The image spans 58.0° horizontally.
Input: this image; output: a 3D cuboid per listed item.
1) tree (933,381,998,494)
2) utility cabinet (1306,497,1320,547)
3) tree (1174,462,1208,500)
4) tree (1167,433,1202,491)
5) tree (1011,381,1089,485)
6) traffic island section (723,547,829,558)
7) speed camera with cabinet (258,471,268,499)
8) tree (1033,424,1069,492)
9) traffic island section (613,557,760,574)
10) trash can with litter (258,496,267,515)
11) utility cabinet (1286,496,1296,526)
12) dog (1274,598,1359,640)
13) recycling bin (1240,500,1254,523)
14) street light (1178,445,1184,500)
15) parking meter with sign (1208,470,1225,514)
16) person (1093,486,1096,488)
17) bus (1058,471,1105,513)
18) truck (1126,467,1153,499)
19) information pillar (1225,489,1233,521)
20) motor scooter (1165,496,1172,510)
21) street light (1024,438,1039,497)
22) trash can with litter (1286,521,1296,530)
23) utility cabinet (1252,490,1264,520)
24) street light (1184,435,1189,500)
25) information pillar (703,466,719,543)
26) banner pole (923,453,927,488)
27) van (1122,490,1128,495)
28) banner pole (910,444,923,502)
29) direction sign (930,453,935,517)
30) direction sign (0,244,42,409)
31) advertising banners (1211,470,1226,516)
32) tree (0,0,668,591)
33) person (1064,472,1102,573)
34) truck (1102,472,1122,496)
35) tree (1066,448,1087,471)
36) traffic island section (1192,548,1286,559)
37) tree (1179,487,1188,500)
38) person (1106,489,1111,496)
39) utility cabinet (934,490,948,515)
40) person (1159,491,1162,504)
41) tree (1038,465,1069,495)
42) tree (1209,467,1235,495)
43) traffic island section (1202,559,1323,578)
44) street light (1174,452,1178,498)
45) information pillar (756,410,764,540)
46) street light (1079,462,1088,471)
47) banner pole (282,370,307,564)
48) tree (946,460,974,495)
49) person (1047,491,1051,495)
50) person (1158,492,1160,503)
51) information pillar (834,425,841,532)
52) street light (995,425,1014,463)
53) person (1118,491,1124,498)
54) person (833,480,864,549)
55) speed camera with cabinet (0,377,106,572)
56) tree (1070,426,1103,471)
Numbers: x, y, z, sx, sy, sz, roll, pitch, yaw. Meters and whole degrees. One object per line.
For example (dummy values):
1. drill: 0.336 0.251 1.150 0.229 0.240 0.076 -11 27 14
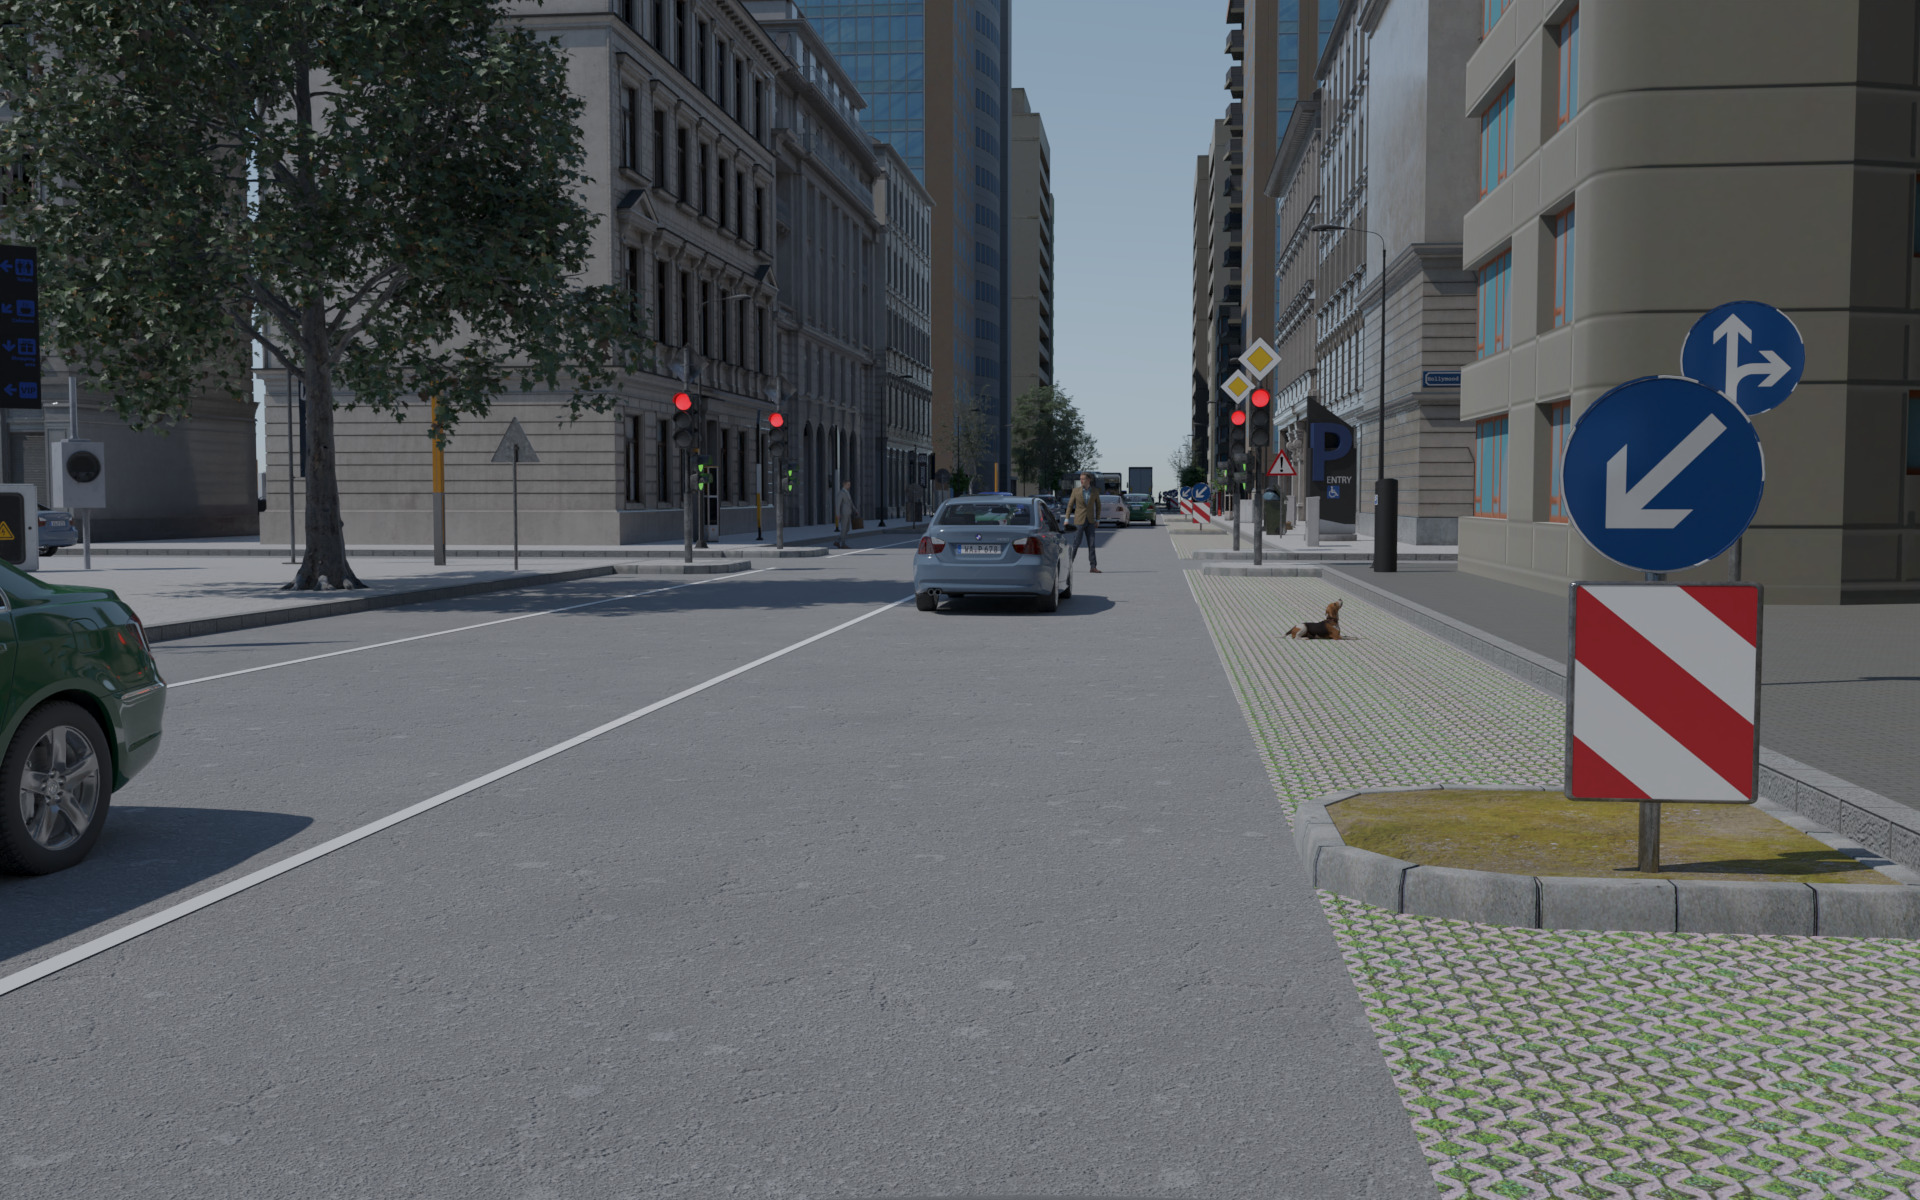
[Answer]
1. tree: 0.573 -9.724 109.347 4.360 8.622 3.978 0 3 0
2. utility cabinet: 8.658 -1.921 42.568 0.306 1.237 1.020 1 4 9
3. tree: 23.312 -11.690 174.842 4.285 4.588 4.351 0 3 0
4. tree: 27.131 -15.713 207.261 4.360 8.622 3.978 0 3 0
5. tree: 9.422 -17.458 192.095 9.857 13.997 8.962 0 3 0
6. traffic island section: -4.207 -1.102 40.306 2.009 0.180 2.903 0 4 6
7. speed camera with cabinet: -27.810 -4.714 71.402 2.038 3.252 0.660 -3 4 -38
8. tree: 9.369 -14.105 180.977 4.360 8.622 3.978 0 3 0
9. traffic island section: -5.090 -0.617 32.370 2.009 0.180 2.903 0 4 6
10. trash can with litter: -22.764 -2.849 57.639 1.678 1.210 2.233 1 4 21
11. utility cabinet: 13.214 -3.648 70.803 1.020 1.237 0.306 2 4 24
12. dog: 3.507 0.192 17.059 0.550 0.427 0.748 -3 5 -40
13. recycling bin: 12.871 -3.914 76.542 0.722 1.027 0.722 -3 5 -41
14. street light: 21.516 -11.625 162.605 1.470 5.913 1.316 0 4 6
15. parking meter with sign: 16.581 -7.057 111.643 0.543 3.016 1.738 -2 4 -24
16. person: 6.359 -4.439 81.165 0.778 1.811 0.616 2 4 30
17. bus: 9.611 -8.556 134.757 2.948 3.499 13.247 0 4 8
18. truck: 19.005 -11.860 182.822 2.839 4.237 11.283 0 4 5
19. information pillar: 12.978 -4.836 83.561 0.304 2.012 0.304 3 5 43
20. motor scooter: 17.967 -8.327 148.930 0.815 1.314 1.986 1 4 8
21. street light: 5.906 -10.519 144.529 1.470 5.913 1.316 0 4 6
22. trash can with litter: 11.435 -3.091 61.933 1.055 1.170 0.624 0 4 -7
23. utility cabinet: 14.741 -4.649 84.691 1.173 1.500 0.318 -3 5 -40
24. street light: 18.399 -9.938 135.035 1.470 5.913 1.316 0 4 6
25. information pillar: -6.596 -2.531 45.877 0.304 2.012 0.304 -2 4 -32
26. banner pole: -2.146 -6.303 93.079 0.863 3.779 0.401 -1 4 -19
27. van: 24.757 -15.956 265.262 2.240 2.365 5.245 0 4 7
28. banner pole: -2.349 -5.939 87.116 0.401 3.779 0.863 -2 4 -27
29. direction sign: -1.496 -6.315 95.249 0.379 3.537 0.876 -1 4 -17
30. direction sign: -8.807 -1.450 15.704 0.876 3.537 0.379 -3 4 -38
31. advertising banners: 14.907 -6.313 99.411 0.090 3.025 2.074 -1 4 -16
32. tree: -8.724 -6.487 23.078 9.611 12.733 9.660 0 3 0
33. person: 2.226 -1.416 31.558 0.656 1.842 0.836 -3 5 -40
34. truck: 19.871 -14.568 227.103 2.839 4.237 11.283 0 4 7
35. tree: 14.803 -17.171 231.110 4.737 8.622 4.395 0 3 0
36. traffic island section: 6.269 -1.031 39.140 2.009 0.180 2.903 0 4 6
37. tree: 32.983 -15.725 251.699 1.663 3.219 1.824 0 3 0
38. person: 10.924 -7.213 126.296 0.599 1.838 0.709 3 5 40
39. utility cabinet: -1.104 -5.721 102.220 0.318 1.500 1.173 2 4 28
40. person: 27.787 -14.138 239.530 0.599 1.838 0.709 2 4 31
41. tree: 12.128 -13.585 205.832 4.285 4.588 4.351 0 3 0
42. tree: 16.673 -7.000 109.043 1.663 3.219 1.824 0 3 0
43. traffic island section: 5.386 -0.546 31.204 2.009 0.180 2.903 0 4 6
44. street light: 24.475 -13.279 189.644 1.470 5.913 1.316 0 4 6
45. information pillar: -5.555 -3.457 47.882 0.183 3.616 0.504 0 4 -1
46. street light: 17.998 -17.164 253.174 1.470 5.913 1.316 0 4 6
47. banner pole: -12.048 -2.555 31.796 0.863 3.779 0.401 -3 4 -39
48. tree: 0.047 -6.377 98.861 1.663 3.219 1.824 0 3 0
49. person: 6.190 -6.674 119.091 0.593 1.643 0.415 2 4 34
50. person: 30.665 -15.736 266.590 0.445 1.727 0.742 0 4 8
51. information pillar: -4.167 -4.128 58.852 0.183 3.616 0.504 0 4 3
52. street light: 2.926 -8.793 116.299 1.470 5.913 1.316 0 4 6
53. person: 14.569 -8.978 156.010 1.217 1.743 0.721 0 4 -1
54. person: -2.984 -2.248 45.378 0.853 1.813 0.709 1 4 19
55. speed camera with cabinet: -15.359 -2.104 28.733 2.038 3.252 0.660 -3 5 -43
56. tree: 17.957 -20.850 266.656 9.928 11.665 9.643 0 3 0
